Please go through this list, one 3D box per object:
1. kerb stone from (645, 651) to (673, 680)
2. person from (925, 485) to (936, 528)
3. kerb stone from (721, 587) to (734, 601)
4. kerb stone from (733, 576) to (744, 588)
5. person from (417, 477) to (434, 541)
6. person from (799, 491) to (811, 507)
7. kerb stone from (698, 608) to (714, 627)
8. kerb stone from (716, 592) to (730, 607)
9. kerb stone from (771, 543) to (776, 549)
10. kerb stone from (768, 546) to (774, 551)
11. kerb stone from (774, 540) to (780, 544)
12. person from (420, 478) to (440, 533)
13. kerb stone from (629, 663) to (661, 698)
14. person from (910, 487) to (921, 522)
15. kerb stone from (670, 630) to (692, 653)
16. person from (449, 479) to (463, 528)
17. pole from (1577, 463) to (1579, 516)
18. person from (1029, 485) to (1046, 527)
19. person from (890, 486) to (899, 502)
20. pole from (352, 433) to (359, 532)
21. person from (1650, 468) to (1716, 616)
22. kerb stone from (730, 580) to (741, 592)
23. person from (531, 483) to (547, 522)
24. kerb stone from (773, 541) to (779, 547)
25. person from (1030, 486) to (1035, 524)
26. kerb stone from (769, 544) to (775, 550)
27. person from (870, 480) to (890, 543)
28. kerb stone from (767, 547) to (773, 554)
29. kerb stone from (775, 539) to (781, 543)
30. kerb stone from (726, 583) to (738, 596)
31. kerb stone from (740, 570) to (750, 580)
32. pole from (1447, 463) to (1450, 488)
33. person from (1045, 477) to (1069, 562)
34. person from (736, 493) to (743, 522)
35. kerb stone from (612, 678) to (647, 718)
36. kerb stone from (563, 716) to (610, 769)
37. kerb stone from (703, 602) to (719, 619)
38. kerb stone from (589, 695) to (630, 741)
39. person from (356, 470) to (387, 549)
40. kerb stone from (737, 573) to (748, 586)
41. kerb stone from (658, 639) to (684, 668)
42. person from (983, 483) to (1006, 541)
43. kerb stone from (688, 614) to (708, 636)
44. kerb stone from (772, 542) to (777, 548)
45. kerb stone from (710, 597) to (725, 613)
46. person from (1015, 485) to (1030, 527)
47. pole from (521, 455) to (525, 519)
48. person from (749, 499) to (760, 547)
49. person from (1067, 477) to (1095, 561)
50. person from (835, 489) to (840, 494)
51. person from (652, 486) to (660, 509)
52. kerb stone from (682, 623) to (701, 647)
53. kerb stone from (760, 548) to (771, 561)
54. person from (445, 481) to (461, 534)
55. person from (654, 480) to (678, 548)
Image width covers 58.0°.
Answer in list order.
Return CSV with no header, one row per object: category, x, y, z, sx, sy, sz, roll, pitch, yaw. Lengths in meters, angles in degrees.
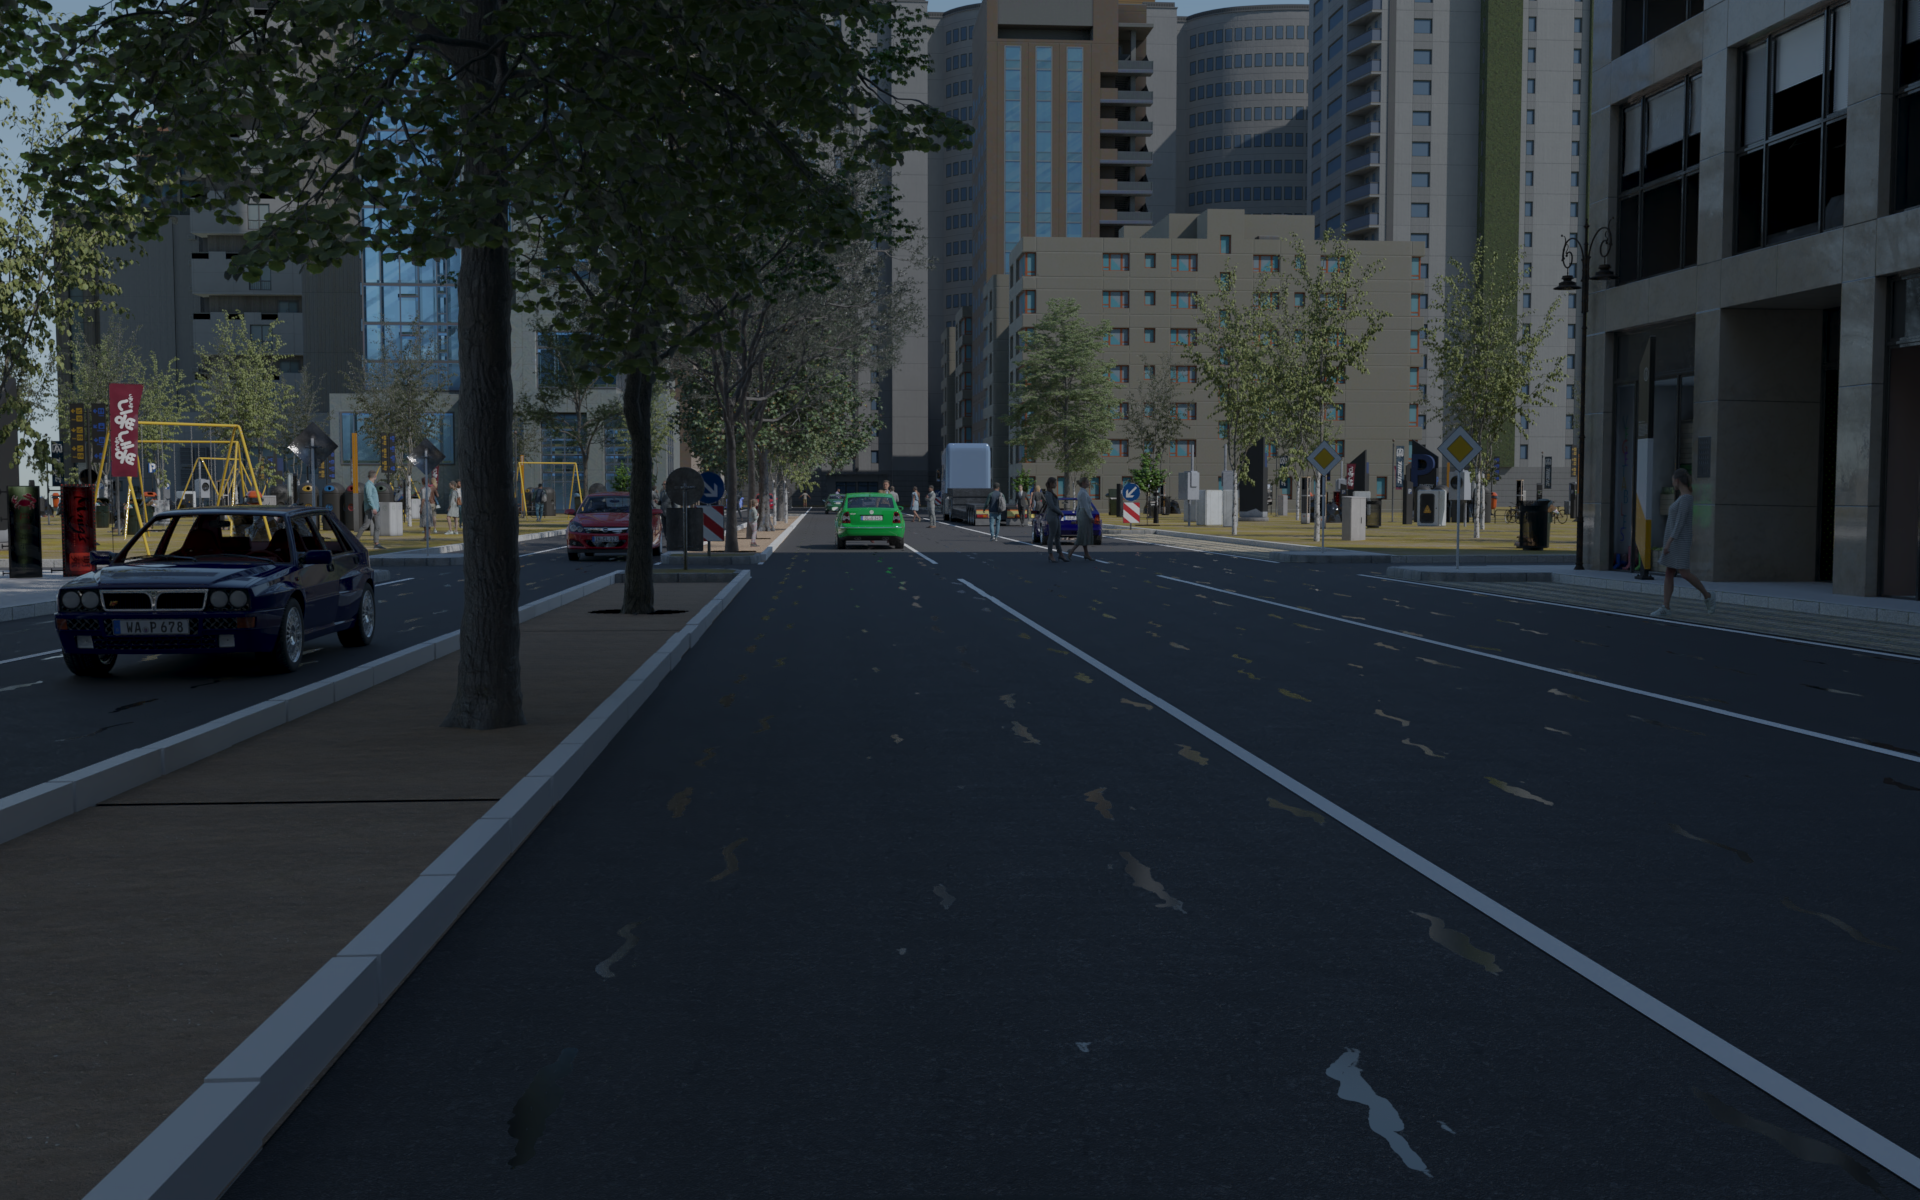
kerb stone,-2.366,0.534,13.504,0.120,0.150,1.000,0,4,-4
person,-1.279,-3.956,73.367,0.466,1.800,0.511,-3,5,-41
kerb stone,-3.082,-0.031,22.698,0.120,0.150,1.000,0,4,-4
kerb stone,-3.328,-0.218,25.763,0.120,0.150,1.000,0,4,-4
person,-14.711,-2.498,47.447,0.524,1.755,0.480,1,4,9
person,-16.712,-10.883,186.444,1.348,1.824,0.705,-1,4,-22
kerb stone,-2.759,0.221,18.616,0.120,0.150,1.000,0,4,-4
kerb stone,-3.000,0.032,21.679,0.120,0.150,1.000,0,4,-4
kerb stone,-4.669,-1.252,42.666,0.120,0.150,1.000,0,4,-4
kerb stone,-4.498,-1.126,40.621,0.120,0.150,1.000,0,4,-4
kerb stone,-4.902,-1.440,45.736,0.120,0.150,1.000,0,4,-4
person,-17.621,-3.161,57.703,0.573,1.828,0.580,1,4,23
kerb stone,-2.279,0.595,12.470,0.120,0.150,1.000,0,4,-4
person,-2.231,-4.875,88.294,0.616,1.811,0.778,-3,5,-42
kerb stone,-2.532,0.407,15.541,0.120,0.150,1.000,0,4,-4
person,-18.569,-3.564,64.293,0.794,1.824,0.713,-1,4,-15
pole,31.692,-5.803,88.721,0.158,3.312,0.155,0,3,0
person,3.685,-3.954,73.366,1.509,1.804,0.699,1,4,14
person,-3.196,-4.398,80.607,0.606,1.804,0.583,-2,4,-24
pole,-20.254,-3.926,58.030,0.158,3.312,0.155,0,3,0
person,8.477,-0.676,20.301,0.760,1.731,0.466,-1,4,-12
kerb stone,-3.250,-0.151,24.744,0.120,0.150,1.000,0,4,-4
person,-19.673,-4.567,81.062,0.623,1.781,0.721,-3,5,-41
kerb stone,-4.824,-1.377,44.716,0.120,0.150,1.000,0,4,-4
person,3.410,-4.330,79.393,0.616,1.811,0.778,-2,4,-26
kerb stone,-4.581,-1.189,41.642,0.120,0.150,1.000,0,4,-4
person,-2.263,-2.584,50.662,0.836,1.842,0.656,0,4,2
kerb stone,-4.417,-1.061,39.599,0.120,0.150,1.000,0,4,-4
kerb stone,-4.982,-1.500,46.755,0.120,0.150,1.000,0,4,-4
kerb stone,-3.167,-0.093,23.717,0.120,0.150,1.000,0,4,-4
kerb stone,-3.488,-0.343,27.801,0.120,0.150,1.000,0,4,-4
pole,31.648,-7.247,112.330,0.158,3.312,0.155,0,3,0
person,2.057,-1.689,36.388,0.573,1.790,0.520,0,4,-6
person,-11.598,-4.968,90.001,0.520,1.790,0.573,-2,4,-35
kerb stone,-2.199,0.659,11.451,0.120,0.150,1.000,0,4,-4
kerb stone,-2.037,0.782,9.412,0.120,0.150,1.000,0,4,-4
kerb stone,-2.851,0.161,19.634,0.120,0.150,1.000,0,4,-4
kerb stone,-2.119,0.720,10.431,0.120,0.150,1.000,0,4,-4
person,-13.701,-2.094,40.149,0.748,1.841,0.638,0,4,1
kerb stone,-3.408,-0.280,26.782,0.120,0.150,1.000,0,4,-4
kerb stone,-2.441,0.469,14.523,0.120,0.150,1.000,0,4,-4
person,1.080,-2.692,52.859,0.623,1.781,0.721,-2,4,-27
kerb stone,-2.683,0.282,17.593,0.120,0.150,1.000,0,4,-4
kerb stone,-4.741,-1.307,43.686,0.120,0.150,1.000,0,4,-4
kerb stone,-2.929,0.103,20.660,0.120,0.150,1.000,0,4,-4
person,2.717,-4.163,76.340,0.659,1.850,0.755,1,4,15
pole,-22.922,-5.928,90.758,0.158,3.312,0.155,0,3,0
person,-5.544,-2.075,46.713,0.394,1.301,0.425,-3,5,-43
person,2.599,-1.740,37.181,0.641,1.798,0.478,0,4,7
person,-9.498,-7.822,136.259,0.599,1.838,0.709,1,4,18
person,-13.571,-4.147,76.486,0.473,1.802,0.592,-3,5,-40
kerb stone,-2.595,0.352,16.570,0.120,0.150,1.000,0,4,-4
kerb stone,-4.340,-1.001,38.574,0.120,0.150,1.000,0,4,-4
person,-16.149,-2.947,55.225,0.522,1.701,0.512,0,4,-7
person,-7.857,-2.294,46.186,0.661,1.801,0.590,2,4,32
